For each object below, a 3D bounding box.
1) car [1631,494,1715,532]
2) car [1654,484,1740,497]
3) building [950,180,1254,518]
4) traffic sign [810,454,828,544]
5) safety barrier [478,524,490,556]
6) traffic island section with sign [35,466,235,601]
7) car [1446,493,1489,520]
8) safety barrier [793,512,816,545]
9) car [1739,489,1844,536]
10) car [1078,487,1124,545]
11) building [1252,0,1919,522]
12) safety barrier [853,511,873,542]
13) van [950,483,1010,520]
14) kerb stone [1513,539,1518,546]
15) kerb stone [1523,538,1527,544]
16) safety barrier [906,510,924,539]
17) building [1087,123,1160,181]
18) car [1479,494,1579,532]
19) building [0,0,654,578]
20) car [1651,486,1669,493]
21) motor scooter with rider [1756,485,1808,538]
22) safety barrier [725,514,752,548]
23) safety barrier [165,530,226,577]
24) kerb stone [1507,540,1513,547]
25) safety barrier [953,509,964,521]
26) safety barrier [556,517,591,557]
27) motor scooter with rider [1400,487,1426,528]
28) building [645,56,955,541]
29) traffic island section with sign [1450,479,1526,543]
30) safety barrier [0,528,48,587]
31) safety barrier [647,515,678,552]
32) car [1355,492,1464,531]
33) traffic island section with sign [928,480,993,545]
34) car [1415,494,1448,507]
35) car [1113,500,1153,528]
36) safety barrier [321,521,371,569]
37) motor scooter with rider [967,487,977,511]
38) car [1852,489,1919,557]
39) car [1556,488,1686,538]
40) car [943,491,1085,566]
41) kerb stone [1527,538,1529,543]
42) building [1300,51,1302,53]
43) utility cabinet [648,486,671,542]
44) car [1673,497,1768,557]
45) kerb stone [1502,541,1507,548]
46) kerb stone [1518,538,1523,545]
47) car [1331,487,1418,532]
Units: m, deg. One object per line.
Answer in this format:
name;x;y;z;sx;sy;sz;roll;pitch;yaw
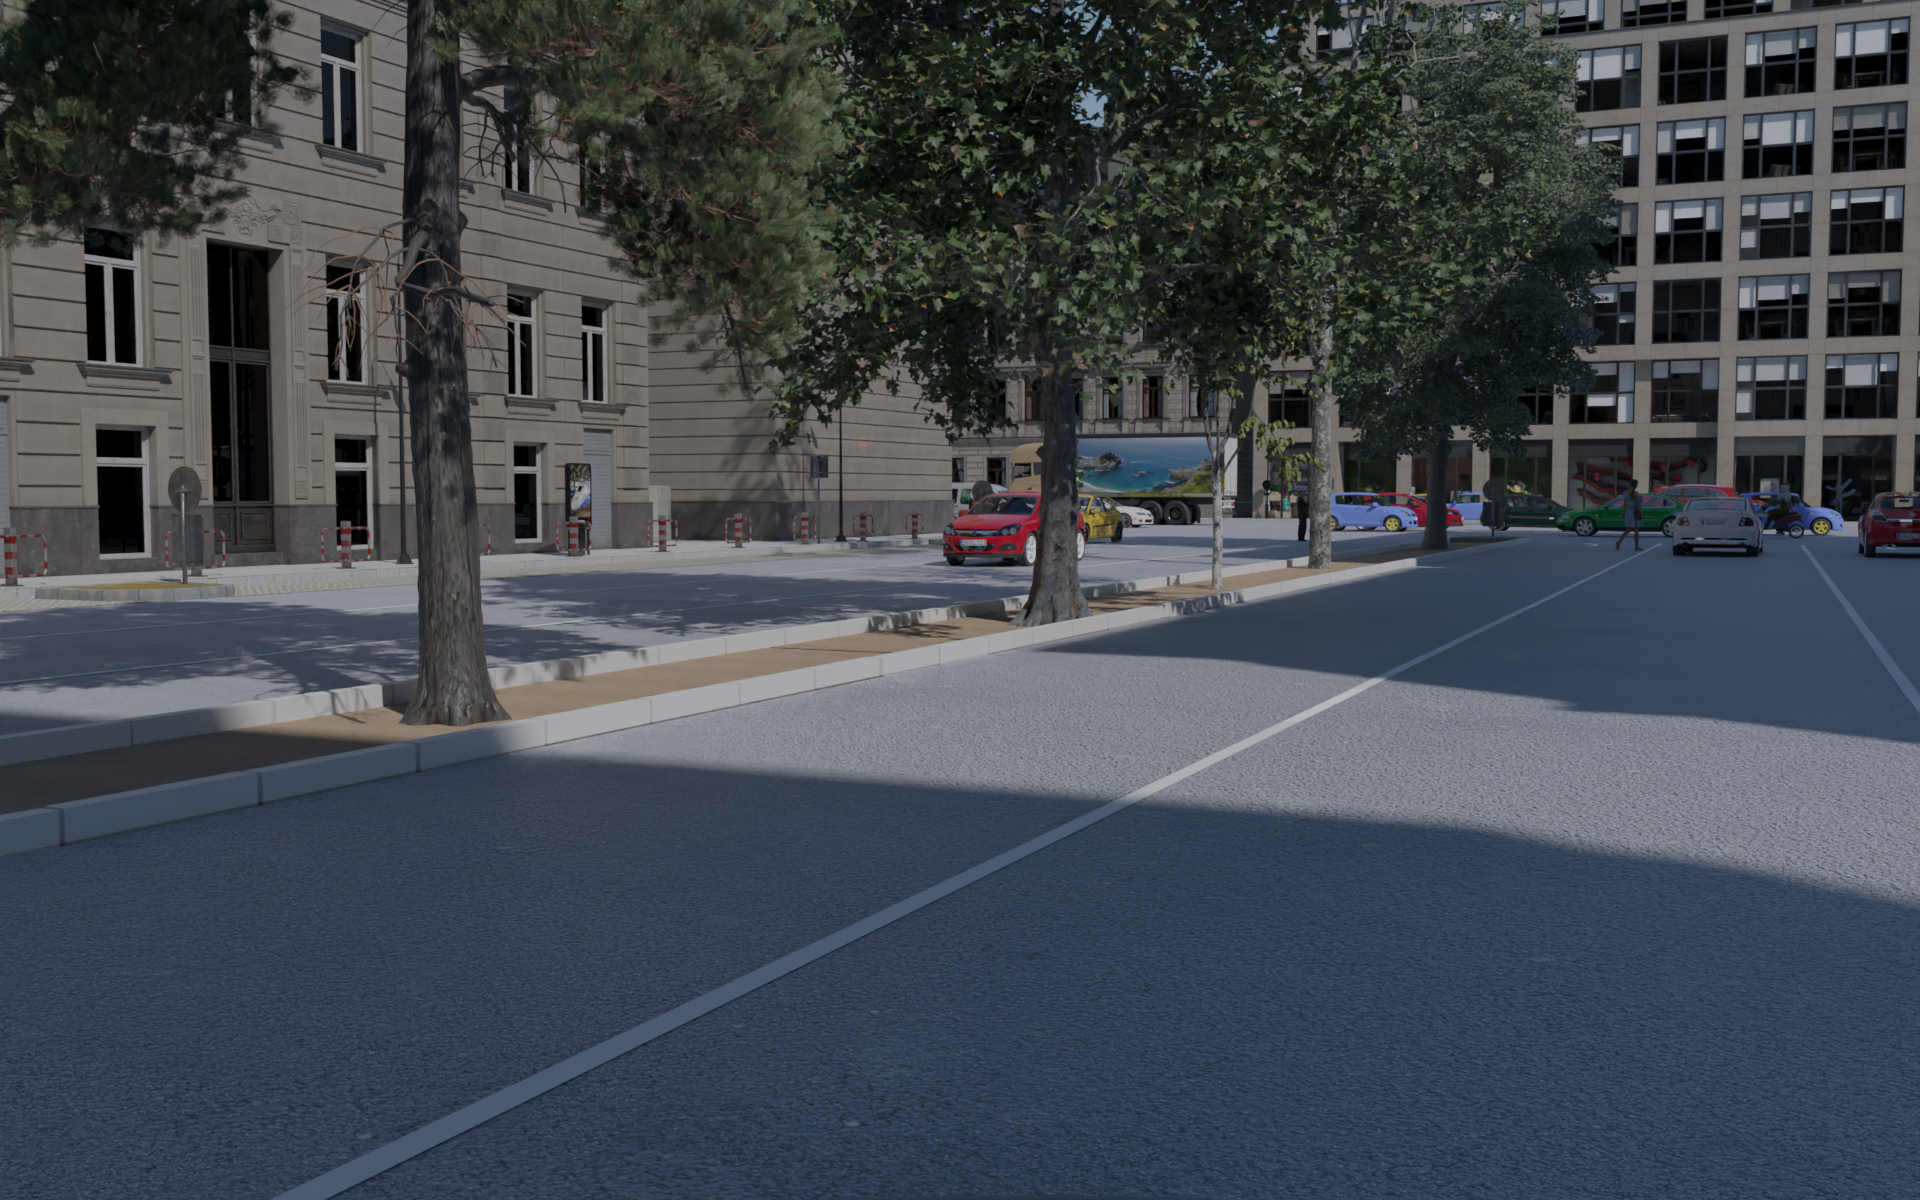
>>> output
car;26.650;-3.405;65.456;4.222;1.686;2.009;2;4;23
car;28.903;-3.743;69.872;5.304;1.827;2.281;2;4;26
building;8.120;-14.349;99.230;19.286;19.102;10.561;2;4;25
traffic sign;-3.655;-2.613;44.844;0.606;2.300;0.079;2;4;34
safety barrier;-9.192;-1.114;32.482;0.300;0.817;1.120;2;4;25
traffic island section with sign;-11.256;-0.938;23.964;1.989;1.847;2.006;2;4;25
car;24.092;-4.439;82.168;3.694;1.707;1.945;2;4;25
safety barrier;-3.923;-1.807;43.827;0.300;0.817;1.120;2;4;25
car;28.879;-3.119;60.586;3.694;1.707;1.945;2;4;24
car;3.332;-2.442;50.152;2.015;1.641;3.980;2;4;27
building;34.755;-17.541;91.315;34.151;26.468;19.350;2;4;25
safety barrier;-2.609;-1.981;46.660;0.300;0.817;1.120;2;4;25
van;1.223;-3.483;63.958;4.112;2.044;2.013;2;4;24
kerb stone;15.188;-1.560;47.757;0.120;0.150;1.000;2;4;25
kerb stone;16.044;-1.678;49.625;0.120;0.150;1.000;2;4;25
safety barrier;-1.291;-2.154;49.491;0.300;0.817;1.120;2;4;25
building;20.110;-35.908;210.791;21.600;48.544;21.300;2;4;25
car;22.107;-3.461;66.368;4.222;1.686;2.009;2;4;26
building;-17.556;-14.360;32.055;12.463;27.353;25.104;2;4;25
car;33.517;-4.239;77.978;5.304;1.827;2.281;2;4;24
motor scooter with rider;26.479;-2.895;56.305;1.986;1.779;0.876;2;4;26
safety barrier;-5.241;-1.634;40.994;0.300;0.817;1.120;2;4;25
safety barrier;-11.828;-0.767;26.809;0.300;0.817;1.120;2;4;25
kerb stone;14.753;-1.506;46.823;0.120;0.150;1.000;2;4;25
safety barrier;0.026;-2.327;52.323;0.300;0.817;1.120;2;4;25
safety barrier;-7.872;-1.287;35.323;0.300;0.817;1.120;2;4;25
motor scooter with rider;18.698;-3.774;70.672;1.986;1.779;0.876;2;4;26
building;-13.554;-15.857;56.529;25.104;27.353;12.463;2;4;25
traffic island section with sign;15.717;-2.642;51.332;2.006;1.907;1.989;2;4;25
safety barrier;-13.141;-0.593;23.975;0.300;0.817;1.120;2;4;25
safety barrier;-6.553;-1.461;38.159;0.300;0.817;1.120;2;4;25
car;17.406;-3.593;67.792;4.494;1.783;2.155;1;4;23
traffic island section with sign;0.422;-2.475;49.099;1.989;1.847;2.006;2;4;25
car;20.519;-4.050;76.444;2.015;1.641;3.980;2;4;24
car;5.945;-3.806;74.586;4.827;1.381;2.083;2;4;24
safety barrier;-10.509;-0.940;29.650;0.300;0.817;1.120;2;4;25
motor scooter with rider;0.730;-3.163;60.672;1.986;1.779;0.876;2;4;26
car;21.945;-1.907;40.226;2.155;1.783;4.494;2;4;25
car;22.582;-3.029;58.318;4.718;1.807;1.959;2;4;25
car;1.157;-1.640;35.849;2.155;1.783;4.494;2;4;24
kerb stone;16.482;-1.735;50.561;0.120;0.150;1.000;2;4;25
building;38.137;-31.069;162.605;22.147;44.769;28.867;2;4;25
utility cabinet;-8.043;-2.311;46.468;0.318;1.500;1.173;0;4;6
car;18.124;-1.772;41.335;2.083;1.381;4.827;2;4;26
kerb stone;14.309;-1.450;45.896;0.120;0.150;1.000;2;4;25
kerb stone;15.617;-1.619;48.690;0.120;0.150;1.000;2;4;25
car;15.579;-3.459;66.148;3.694;1.707;1.945;2;4;25
